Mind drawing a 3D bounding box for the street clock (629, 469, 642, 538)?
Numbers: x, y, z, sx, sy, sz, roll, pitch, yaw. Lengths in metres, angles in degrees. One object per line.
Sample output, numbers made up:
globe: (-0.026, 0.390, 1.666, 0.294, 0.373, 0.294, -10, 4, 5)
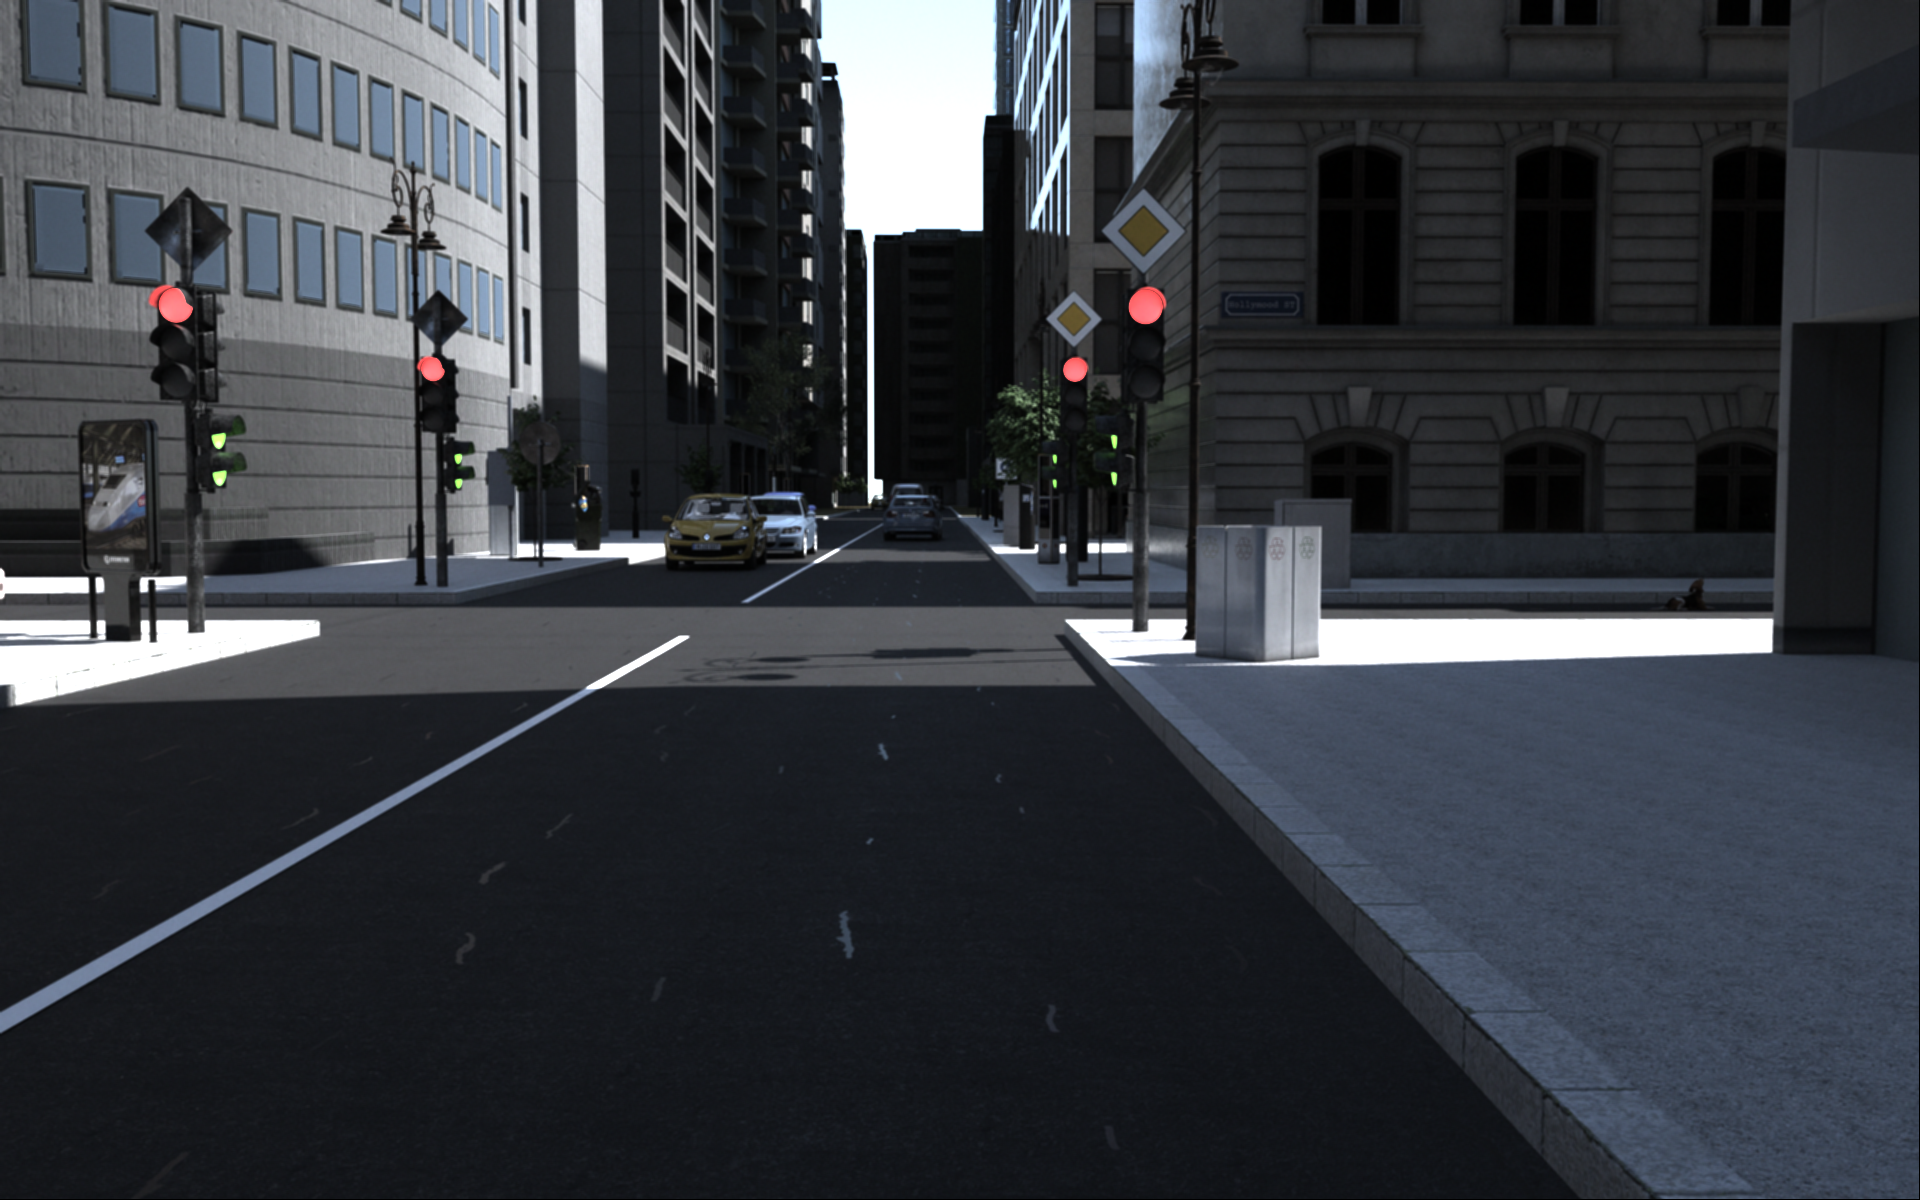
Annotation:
street clock: (-9.429, -2.798, 50.317, 0.358, 2.002, 0.471, -1, 4, -10)

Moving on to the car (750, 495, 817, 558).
car: (-4.306, -1.719, 40.115, 2.014, 1.417, 4.499, 0, 3, 0)

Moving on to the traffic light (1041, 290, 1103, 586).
traffic light: (1.552, -2.147, 24.027, 0.839, 4.253, 0.868, 0, 4, -1)

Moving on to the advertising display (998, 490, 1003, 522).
advertising display: (2.112, -4.501, 78.802, 0.123, 1.923, 0.974, -3, 5, -44)

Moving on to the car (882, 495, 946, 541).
car: (-1.471, -2.607, 54.633, 2.014, 1.417, 4.499, 0, 4, 1)

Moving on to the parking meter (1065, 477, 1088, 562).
parking meter: (2.213, -1.663, 32.907, 0.399, 1.863, 0.255, 3, 4, 38)

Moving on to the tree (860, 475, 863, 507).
tree: (-9.933, -9.923, 156.836, 1.663, 3.219, 1.824, 0, 3, 0)

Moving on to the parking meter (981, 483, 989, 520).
parking meter: (1.241, -4.861, 85.182, 0.255, 1.863, 0.399, -2, 4, -31)

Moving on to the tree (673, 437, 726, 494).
tree: (-8.651, -3.916, 58.625, 1.663, 3.219, 1.824, 0, 3, 0)

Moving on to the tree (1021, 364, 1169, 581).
tree: (2.060, -1.928, 26.126, 1.663, 3.219, 1.824, 0, 3, 0)

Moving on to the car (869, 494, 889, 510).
car: (-7.151, -8.913, 155.949, 2.015, 1.641, 3.980, 0, 4, -1)

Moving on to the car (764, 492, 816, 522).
car: (-5.076, -2.458, 49.788, 1.945, 1.707, 3.694, 0, 4, -1)

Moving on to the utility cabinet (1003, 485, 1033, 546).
utility cabinet: (1.420, -2.048, 42.159, 0.318, 1.500, 1.173, -1, 4, -21)

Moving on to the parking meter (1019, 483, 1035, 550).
parking meter: (1.556, -1.937, 40.073, 0.372, 1.533, 0.369, 0, 3, 0)

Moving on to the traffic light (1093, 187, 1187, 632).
traffic light: (1.664, -1.659, 16.043, 0.839, 4.253, 0.868, 0, 4, -1)

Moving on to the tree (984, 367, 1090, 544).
tree: (2.237, -3.751, 45.038, 4.285, 4.588, 4.351, 0, 3, 0)

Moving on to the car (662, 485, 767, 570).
car: (-4.757, -1.455, 34.006, 2.015, 1.641, 3.980, 0, 4, -2)

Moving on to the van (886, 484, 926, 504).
van: (-2.155, -4.061, 73.410, 2.013, 2.044, 4.112, 0, 3, 0)

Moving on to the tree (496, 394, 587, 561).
tree: (-8.222, -2.372, 33.386, 1.663, 3.219, 1.824, 0, 3, 0)

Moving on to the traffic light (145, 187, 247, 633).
traffic light: (-7.046, -1.650, 15.905, 0.839, 4.253, 0.868, 0, 4, -1)

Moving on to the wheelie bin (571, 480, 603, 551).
wheelie bin: (-8.482, -1.929, 39.454, 0.693, 1.594, 0.980, -1, 4, -19)

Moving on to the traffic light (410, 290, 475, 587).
traffic light: (-7.158, -2.139, 23.889, 0.839, 4.253, 0.868, 0, 4, -1)

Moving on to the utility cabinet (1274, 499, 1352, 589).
utility cabinet: (4.774, -0.753, 23.470, 1.020, 1.237, 0.306, -1, 4, -15)

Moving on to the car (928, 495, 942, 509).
car: (-2.470, -7.607, 136.743, 2.083, 1.381, 4.827, 0, 4, 0)

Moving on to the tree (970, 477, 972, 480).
tree: (1.360, -6.859, 106.754, 1.663, 3.219, 1.824, 0, 3, 0)

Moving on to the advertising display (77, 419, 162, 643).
advertising display: (-7.328, -0.605, 15.113, 0.974, 1.923, 0.123, 2, 4, 31)

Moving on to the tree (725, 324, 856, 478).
tree: (-9.169, -9.773, 94.198, 8.767, 10.594, 7.601, 2, 4, 32)

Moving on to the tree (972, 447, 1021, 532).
tree: (1.656, -3.915, 58.619, 1.663, 3.219, 1.824, 0, 3, 0)

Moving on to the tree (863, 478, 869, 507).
tree: (-9.844, -10.972, 173.992, 1.663, 3.219, 1.824, 0, 3, 0)

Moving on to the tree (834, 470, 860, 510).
tree: (-9.514, -8.886, 139.890, 1.663, 3.219, 1.824, 0, 3, 0)

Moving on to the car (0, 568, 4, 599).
car: (-13.812, -0.484, 20.278, 4.827, 1.381, 2.083, 0, 4, 0)
